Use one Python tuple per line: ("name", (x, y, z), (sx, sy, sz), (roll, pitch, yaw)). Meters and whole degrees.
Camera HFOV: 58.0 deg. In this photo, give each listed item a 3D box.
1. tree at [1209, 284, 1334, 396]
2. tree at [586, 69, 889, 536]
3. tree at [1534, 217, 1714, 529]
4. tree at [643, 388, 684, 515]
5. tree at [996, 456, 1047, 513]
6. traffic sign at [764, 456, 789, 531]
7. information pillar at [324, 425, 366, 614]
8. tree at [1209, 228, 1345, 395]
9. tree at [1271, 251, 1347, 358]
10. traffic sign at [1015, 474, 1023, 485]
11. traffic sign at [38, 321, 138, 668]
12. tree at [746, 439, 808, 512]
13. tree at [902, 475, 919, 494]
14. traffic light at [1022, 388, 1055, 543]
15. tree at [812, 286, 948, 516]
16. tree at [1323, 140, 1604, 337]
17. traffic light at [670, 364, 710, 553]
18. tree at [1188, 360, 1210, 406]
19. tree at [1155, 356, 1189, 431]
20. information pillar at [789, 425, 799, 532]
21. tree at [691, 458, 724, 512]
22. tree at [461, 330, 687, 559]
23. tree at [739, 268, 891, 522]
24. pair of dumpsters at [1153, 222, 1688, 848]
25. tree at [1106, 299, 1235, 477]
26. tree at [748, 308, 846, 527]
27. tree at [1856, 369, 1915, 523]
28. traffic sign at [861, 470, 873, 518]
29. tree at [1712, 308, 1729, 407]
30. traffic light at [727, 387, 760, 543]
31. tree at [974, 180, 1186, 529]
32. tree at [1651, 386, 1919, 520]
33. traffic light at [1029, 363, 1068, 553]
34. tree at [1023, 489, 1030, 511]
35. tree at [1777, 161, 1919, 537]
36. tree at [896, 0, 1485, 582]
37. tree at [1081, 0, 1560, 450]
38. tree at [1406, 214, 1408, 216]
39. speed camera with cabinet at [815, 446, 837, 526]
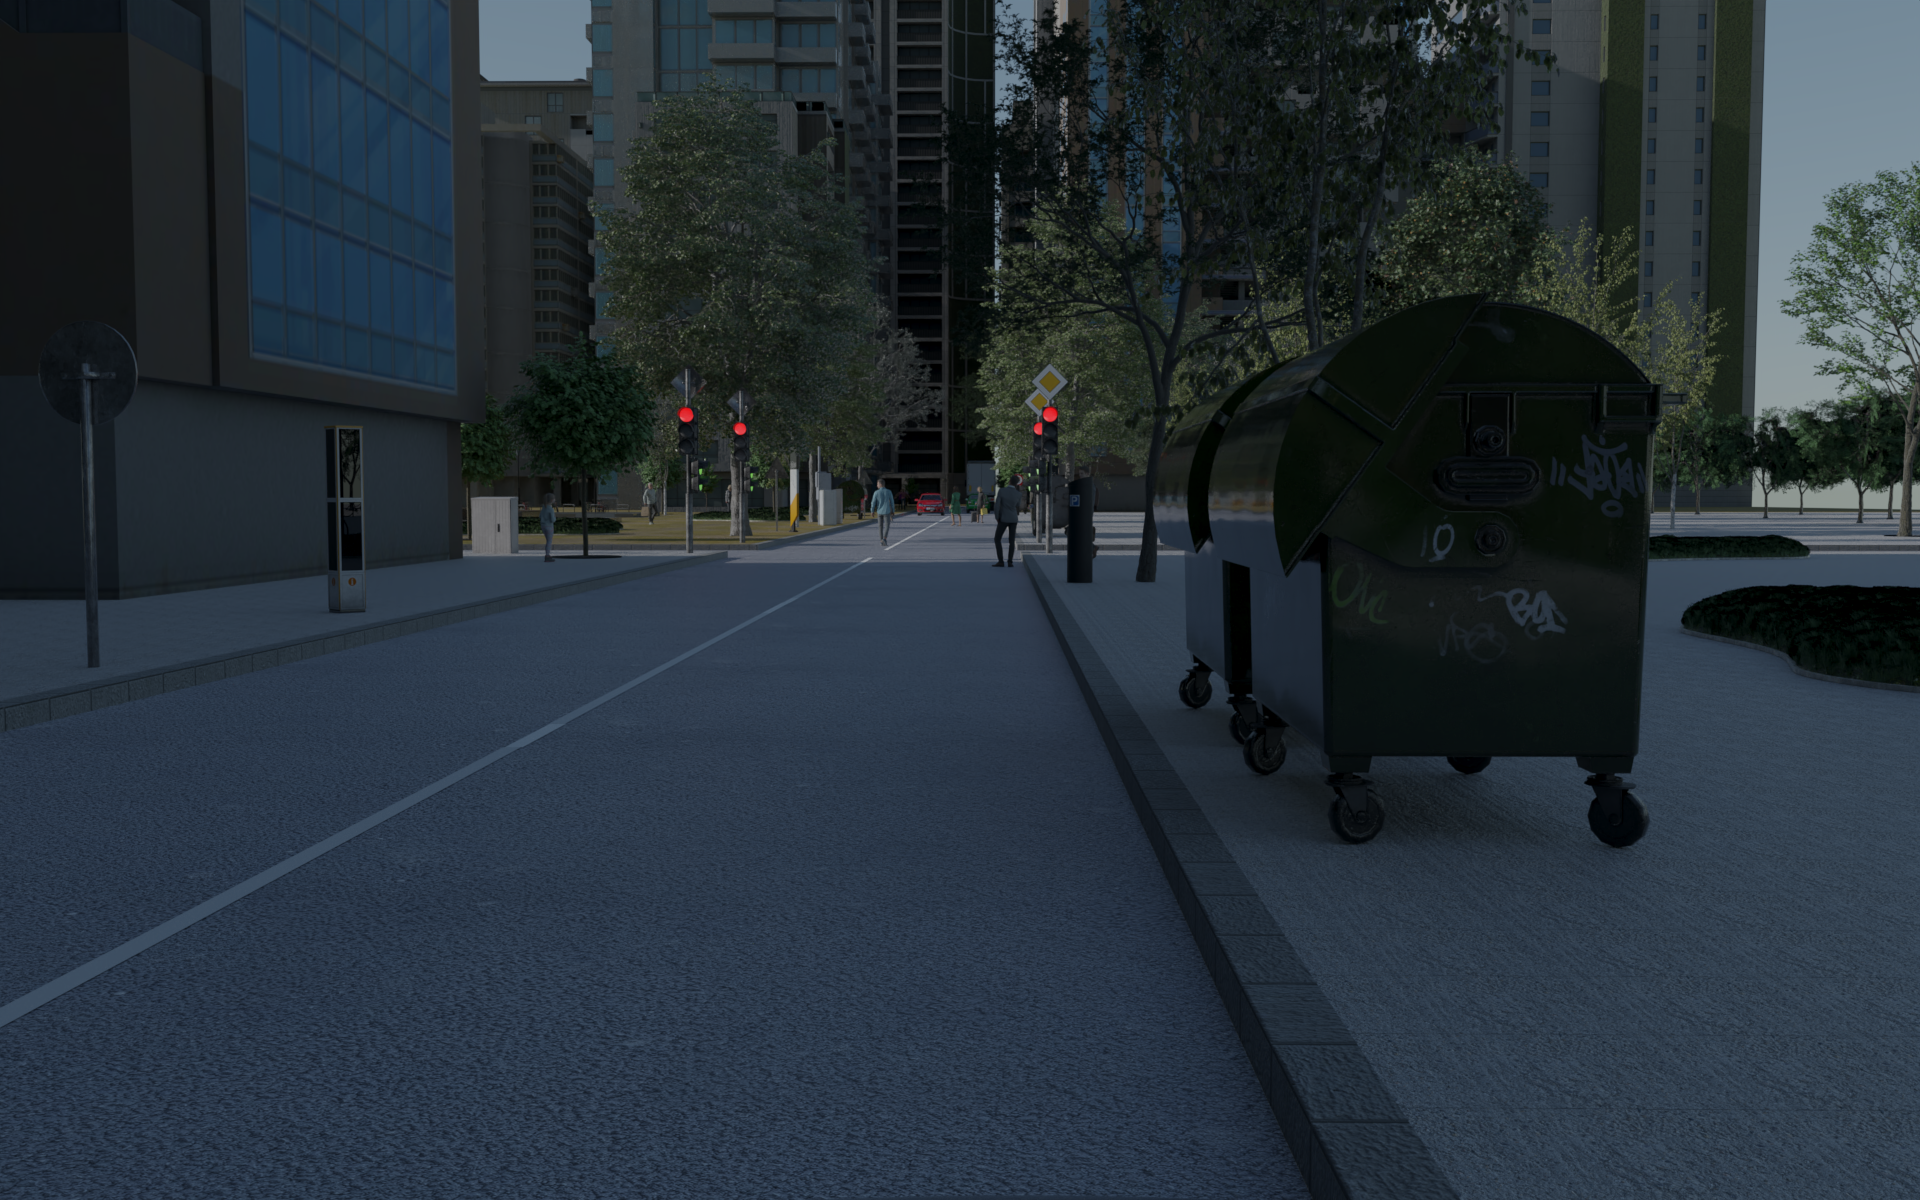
("tree", (18.938, -11.599, 100.018), (12.009, 13.543, 11.850), (0, 3, 0))
("tree", (-6.716, -8.930, 52.668), (9.857, 13.997, 8.962), (0, 3, 0))
("tree", (17.136, -5.913, 47.034), (4.737, 8.622, 4.395), (0, 3, 0))
("tree", (-18.149, -9.460, 105.026), (4.360, 8.622, 3.978), (0, 3, 0))
("tree", (4.310, -8.341, 120.097), (4.285, 4.588, 4.351), (0, 3, 0))
("traffic sign", (-6.282, -3.630, 59.354), (0.884, 2.594, 0.081), (0, 4, 7))
("information pillar", (-6.648, -0.871, 18.732), (0.304, 2.012, 0.304), (-3, 5, -43))
("tree", (9.505, -5.917, 47.108), (4.737, 8.622, 4.395), (0, 3, 0))
("tree", (20.562, -11.124, 88.529), (9.857, 13.997, 8.962), (0, 3, 0))
("traffic sign", (3.626, -6.635, 108.589), (0.768, 2.556, 0.104), (0, 4, 6))
("traffic sign", (-6.417, -0.773, 12.750), (0.768, 2.556, 0.104), (0, 4, 6))
("tree", (-9.466, -6.435, 88.922), (4.285, 4.588, 4.351), (0, 3, 0))
("tree", (-4.717, -10.772, 170.728), (1.663, 3.219, 1.824), (0, 3, 0))
("traffic light", (2.058, -3.450, 45.335), (0.839, 4.253, 0.868), (0, 4, 1))
("tree", (-5.804, -11.651, 100.859), (12.009, 13.543, 11.850), (0, 3, 0))
("tree", (16.367, -8.528, 56.447), (9.611, 12.733, 9.660), (0, 3, 0))
("traffic light", (-5.847, -2.970, 37.475), (0.839, 4.253, 0.868), (0, 4, 1))
("tree", (11.833, -7.424, 71.743), (4.737, 8.622, 4.395), (0, 3, 0))
("tree", (12.206, -8.655, 91.869), (4.737, 8.622, 4.395), (0, 3, 0))
("information pillar", (-5.582, -4.098, 58.350), (0.183, 3.616, 0.504), (-2, 4, -31))
("tree", (-13.543, -5.973, 92.254), (1.663, 3.219, 1.824), (0, 3, 0))
("tree", (-7.586, -3.132, 34.923), (4.285, 4.588, 4.351), (0, 3, 0))
("tree", (-7.151, -9.839, 79.000), (7.486, 12.596, 7.792), (0, 3, 0))
("pair of dumpsters", (1.906, -0.354, 8.283), (1.574, 2.255, 4.437), (0, 4, 1))
("tree", (14.354, -12.643, 113.374), (9.857, 13.997, 8.962), (0, 3, 0))
("tree", (-6.538, -7.126, 66.868), (4.737, 8.622, 4.395), (0, 3, 0))
("tree", (49.676, -7.662, 88.187), (20.602, 7.101, 11.467), (0, 4, 4))
("traffic sign", (-5.076, -5.628, 92.019), (0.884, 2.594, 0.081), (0, 4, 4))
("tree", (26.031, -6.915, 63.417), (4.737, 8.622, 4.395), (0, 3, 0))
("traffic light", (-5.702, -3.458, 45.459), (0.839, 4.253, 0.868), (0, 4, 1))
("tree", (4.408, -8.841, 62.676), (7.486, 12.596, 7.792), (0, 3, 0))
("tree", (48.880, -8.795, 106.710), (20.602, 7.101, 11.467), (3, 5, 44))
("traffic light", (1.913, -2.962, 37.351), (0.839, 4.253, 0.868), (0, 4, 1))
("tree", (4.649, -8.362, 131.326), (1.663, 3.219, 1.824), (0, 3, 0))
("tree", (28.631, -7.706, 51.754), (9.928, 11.665, 9.643), (0, 3, 0))
("tree", (2.907, -5.523, 24.711), (8.767, 10.594, 7.601), (-3, 4, -37))
("tree", (2.886, -3.867, 13.587), (4.360, 8.622, 3.978), (0, 3, 0))
("tree", (18.915, -9.270, 69.698), (7.486, 12.596, 7.792), (0, 3, 0))
("speed camera with cabinet", (-5.508, -4.708, 71.309), (0.660, 3.252, 2.038), (-1, 4, -13))
